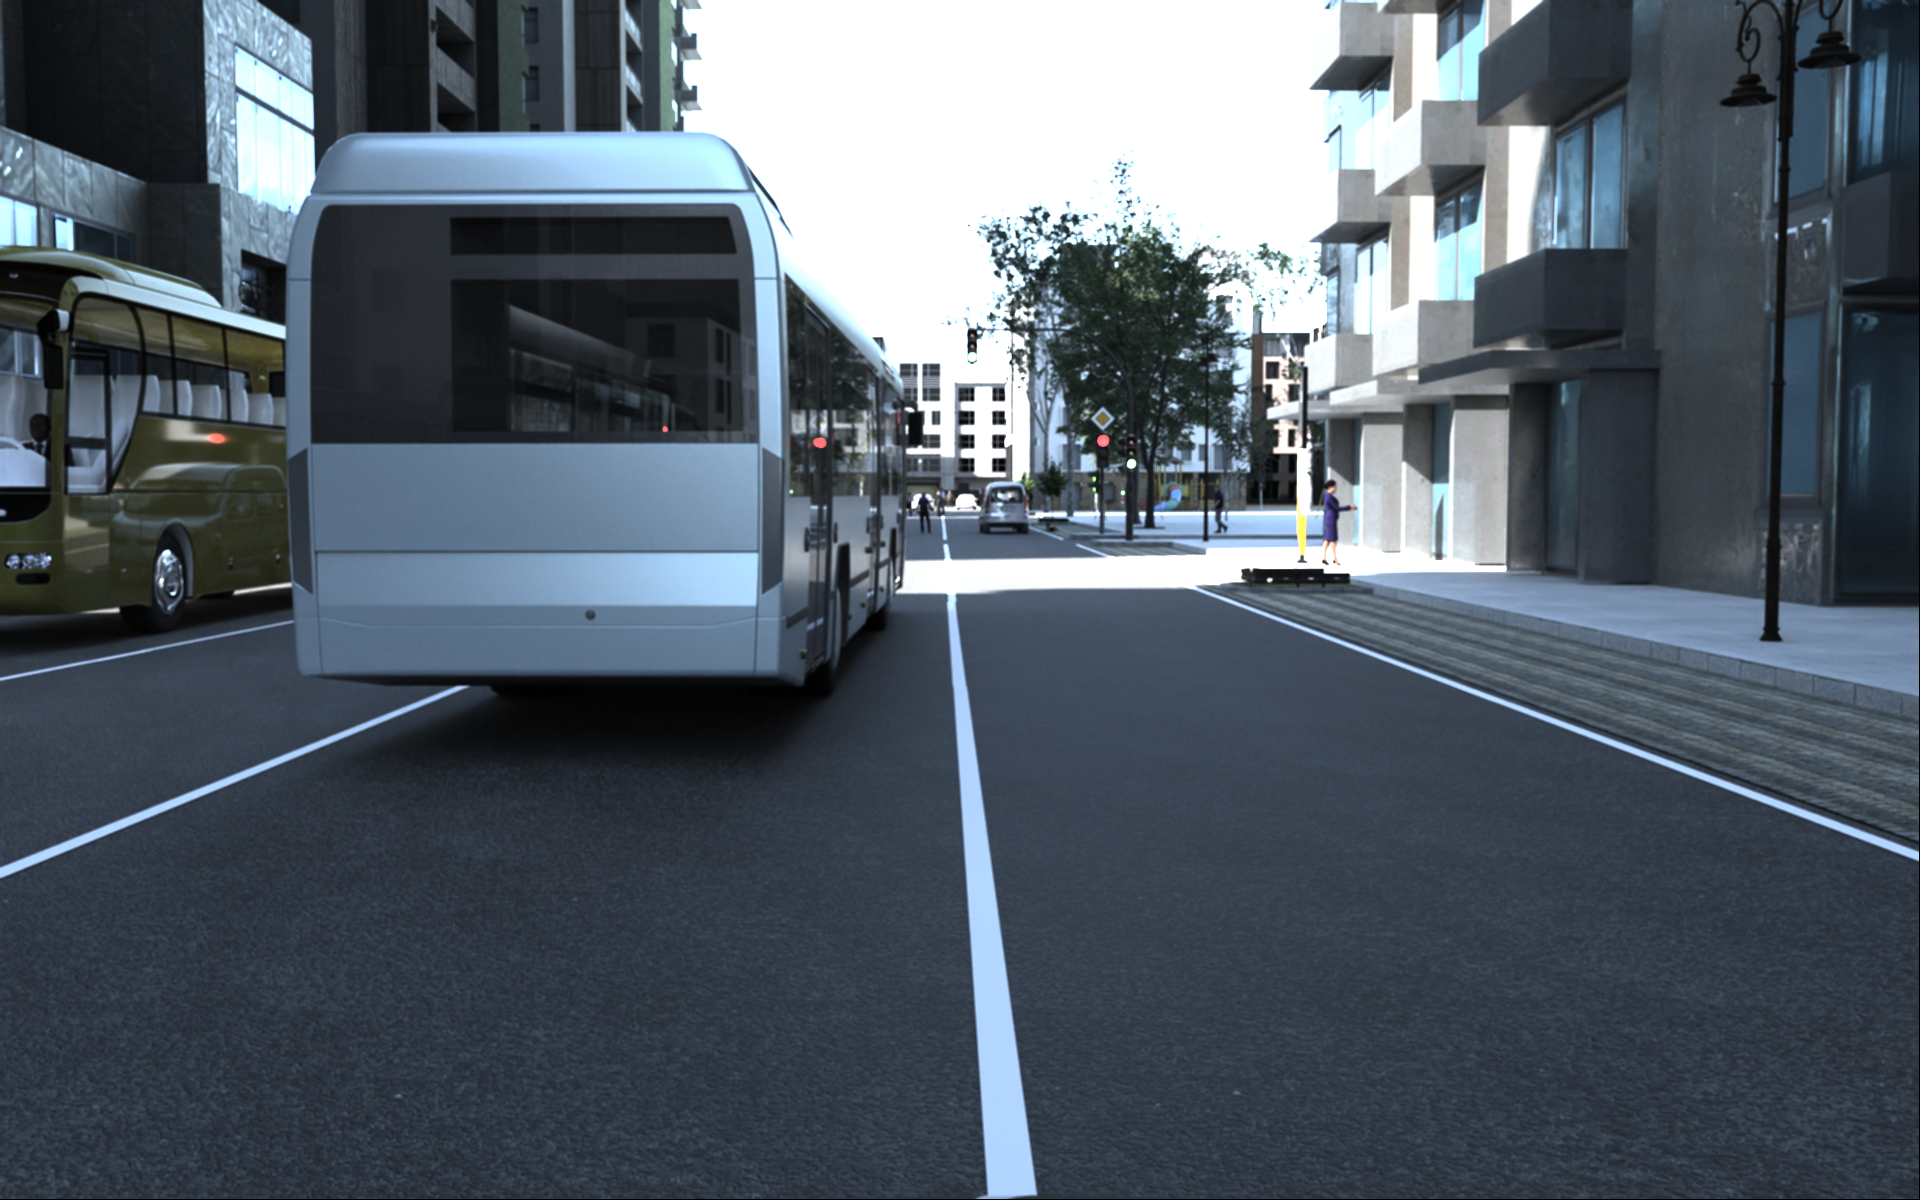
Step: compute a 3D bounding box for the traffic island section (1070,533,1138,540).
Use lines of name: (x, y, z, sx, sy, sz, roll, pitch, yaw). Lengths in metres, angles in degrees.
traffic island section: (4.588, -2.044, 55.700, 2.009, 0.180, 2.903, 0, 4, -1)

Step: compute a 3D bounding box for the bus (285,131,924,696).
bus: (-2.041, -1.259, 15.452, 2.948, 3.499, 13.247, 0, 4, 1)

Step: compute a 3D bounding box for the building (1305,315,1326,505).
building: (57.985, -21.382, 193.570, 32.646, 21.610, 27.936, 0, 4, -1)

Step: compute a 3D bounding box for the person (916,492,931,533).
person: (-1.266, -3.258, 64.455, 0.574, 1.496, 0.600, 2, 4, 27)

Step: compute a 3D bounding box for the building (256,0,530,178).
building: (-23.855, -17.706, 61.188, 14.160, 30.474, 14.107, 0, 4, -1)

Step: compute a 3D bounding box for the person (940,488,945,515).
person: (-1.320, -6.600, 116.286, 0.599, 1.838, 0.709, 0, 4, 7)

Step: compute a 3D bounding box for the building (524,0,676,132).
building: (-21.670, -24.425, 82.942, 14.154, 41.232, 14.086, 0, 4, -1)

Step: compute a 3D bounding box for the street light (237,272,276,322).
street light: (-14.637, -3.880, 36.233, 0.468, 5.910, 1.993, 0, 4, -1)

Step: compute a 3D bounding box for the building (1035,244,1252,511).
building: (14.032, -17.151, 136.833, 16.016, 20.091, 11.380, 0, 4, -1)

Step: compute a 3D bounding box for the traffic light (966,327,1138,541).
traffic light: (2.548, -4.451, 47.436, 4.771, 5.953, 1.251, 0, 4, -1)

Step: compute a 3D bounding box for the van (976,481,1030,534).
van: (1.608, -3.483, 63.966, 2.013, 2.044, 4.112, 0, 4, -2)

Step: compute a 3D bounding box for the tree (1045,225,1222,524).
tree: (7.428, -9.491, 73.303, 7.486, 12.596, 7.792, 0, 3, 0)

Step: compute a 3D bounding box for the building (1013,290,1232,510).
building: (13.912, -17.847, 158.263, 16.747, 18.905, 31.486, 0, 4, -1)

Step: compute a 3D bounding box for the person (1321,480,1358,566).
person: (6.719, -1.370, 30.820, 0.546, 1.535, 0.453, -1, 4, -16)

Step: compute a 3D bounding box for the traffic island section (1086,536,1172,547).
traffic island section: (4.679, -1.556, 47.716, 2.009, 0.180, 2.903, 0, 4, -1)

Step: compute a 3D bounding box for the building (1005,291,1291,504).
building: (18.855, -21.221, 190.932, 27.936, 21.610, 32.646, 0, 4, -1)

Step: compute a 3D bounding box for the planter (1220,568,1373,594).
planter: (4.918, -0.283, 25.766, 1.991, 0.319, 1.994, 0, 4, -1)

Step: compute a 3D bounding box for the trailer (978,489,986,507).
trailer: (2.710, -11.341, 192.480, 1.471, 1.999, 3.904, 0, 4, -1)

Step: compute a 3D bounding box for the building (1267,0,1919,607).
building: (19.176, -25.173, 31.187, 23.786, 49.044, 30.456, 0, 4, -1)

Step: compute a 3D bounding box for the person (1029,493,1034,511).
person: (5.525, -7.756, 133.675, 0.721, 1.723, 1.217, -1, 4, -9)

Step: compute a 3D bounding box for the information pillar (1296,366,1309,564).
information pillar: (6.327, -2.486, 31.997, 0.183, 3.616, 0.504, 0, 4, 2)

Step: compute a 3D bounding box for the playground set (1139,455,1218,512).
playground set: (15.783, -8.666, 128.471, 5.637, 4.214, 5.302, -1, 4, -10)

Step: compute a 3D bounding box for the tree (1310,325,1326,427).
tree: (13.898, -6.611, 58.449, 4.737, 8.622, 4.395, 0, 3, 0)

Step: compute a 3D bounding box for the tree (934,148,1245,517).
tree: (6.869, -14.689, 96.048, 12.611, 20.169, 13.585, 0, 3, 0)

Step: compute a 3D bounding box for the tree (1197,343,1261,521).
tree: (13.001, -8.110, 82.956, 4.360, 8.622, 3.978, 0, 3, 0)

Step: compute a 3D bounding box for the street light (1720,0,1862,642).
street light: (7.089, -2.579, 14.961, 0.468, 5.910, 1.993, 0, 4, -1)

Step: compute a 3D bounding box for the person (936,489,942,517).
person: (-1.265, -6.009, 107.553, 0.445, 1.727, 0.742, -1, 4, -10)

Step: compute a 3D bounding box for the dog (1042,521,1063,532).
dog: (3.504, -2.783, 65.700, 0.748, 0.427, 0.550, 1, 4, 19)

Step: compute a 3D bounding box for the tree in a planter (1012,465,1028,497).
tree in a planter: (3.994, -6.749, 107.564, 1.991, 3.239, 1.994, 0, 4, -1)

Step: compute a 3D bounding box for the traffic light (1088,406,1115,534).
traffic light: (4.548, -4.077, 55.586, 0.839, 4.253, 0.868, 0, 4, -1)

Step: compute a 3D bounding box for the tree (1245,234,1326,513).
tree: (24.860, -15.865, 115.287, 12.611, 20.169, 13.585, 0, 3, 0)

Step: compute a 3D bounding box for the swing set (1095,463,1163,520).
swing set: (8.250, -5.409, 86.062, 3.119, 2.851, 2.862, 0, 4, -6)

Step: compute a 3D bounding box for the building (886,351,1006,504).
building: (6.512, -21.787, 222.671, 31.486, 18.905, 16.747, 0, 4, -1)

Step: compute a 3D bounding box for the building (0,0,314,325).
building: (-30.833, -44.200, 35.341, 31.000, 86.520, 22.319, 0, 4, -1)

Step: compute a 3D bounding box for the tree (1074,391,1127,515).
tree: (8.759, -9.634, 107.873, 4.737, 8.622, 4.395, 0, 3, 0)

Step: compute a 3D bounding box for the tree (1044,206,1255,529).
tree: (6.974, -8.455, 63.996, 9.928, 11.665, 9.643, 0, 3, 0)

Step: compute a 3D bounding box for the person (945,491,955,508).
person: (-1.039, -10.364, 178.505, 0.990, 1.755, 0.434, 1, 4, 12)

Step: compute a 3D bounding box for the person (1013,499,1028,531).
person: (2.330, -3.544, 67.383, 0.756, 1.711, 0.436, 0, 4, -8)

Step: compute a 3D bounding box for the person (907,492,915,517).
person: (-3.135, -6.064, 109.863, 0.614, 1.554, 0.590, 2, 4, 29)

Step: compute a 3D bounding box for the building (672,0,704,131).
building: (-28.842, -30.167, 112.838, 23.786, 49.044, 30.456, 0, 4, -1)

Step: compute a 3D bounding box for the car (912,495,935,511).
car: (-3.166, -8.309, 148.221, 2.083, 1.381, 4.827, 0, 4, -2)

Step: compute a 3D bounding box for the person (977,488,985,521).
person: (1.260, -5.067, 91.898, 0.434, 1.755, 0.990, -3, 4, -38)

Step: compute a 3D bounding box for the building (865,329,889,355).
building: (-25.900, -23.512, 228.391, 32.646, 21.610, 27.936, 0, 4, -1)

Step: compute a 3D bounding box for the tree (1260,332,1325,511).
tree: (16.053, -7.676, 75.868, 4.360, 8.622, 3.978, 0, 3, 0)

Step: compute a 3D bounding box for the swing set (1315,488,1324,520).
swing set: (20.018, -5.480, 87.226, 3.119, 2.851, 2.862, 3, 5, 42)

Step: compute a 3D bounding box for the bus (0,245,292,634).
bus: (-9.452, -1.800, 20.973, 2.896, 3.916, 12.252, 0, 4, -2)

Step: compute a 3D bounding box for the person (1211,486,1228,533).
person: (8.500, -2.961, 56.663, 0.471, 1.553, 0.569, 3, 5, 44)

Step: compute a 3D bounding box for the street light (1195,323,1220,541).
street light: (6.694, -4.539, 46.994, 0.468, 5.910, 1.993, 0, 4, -1)

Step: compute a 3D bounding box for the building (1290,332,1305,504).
building: (49.890, -23.535, 228.775, 32.646, 21.610, 27.936, 0, 4, -1)

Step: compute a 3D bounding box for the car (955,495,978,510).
car: (0.609, -9.080, 160.822, 2.083, 1.381, 4.827, 0, 4, -1)

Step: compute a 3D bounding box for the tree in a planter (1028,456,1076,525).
tree in a planter: (4.301, -5.079, 80.268, 1.991, 3.239, 1.994, 0, 4, -1)
